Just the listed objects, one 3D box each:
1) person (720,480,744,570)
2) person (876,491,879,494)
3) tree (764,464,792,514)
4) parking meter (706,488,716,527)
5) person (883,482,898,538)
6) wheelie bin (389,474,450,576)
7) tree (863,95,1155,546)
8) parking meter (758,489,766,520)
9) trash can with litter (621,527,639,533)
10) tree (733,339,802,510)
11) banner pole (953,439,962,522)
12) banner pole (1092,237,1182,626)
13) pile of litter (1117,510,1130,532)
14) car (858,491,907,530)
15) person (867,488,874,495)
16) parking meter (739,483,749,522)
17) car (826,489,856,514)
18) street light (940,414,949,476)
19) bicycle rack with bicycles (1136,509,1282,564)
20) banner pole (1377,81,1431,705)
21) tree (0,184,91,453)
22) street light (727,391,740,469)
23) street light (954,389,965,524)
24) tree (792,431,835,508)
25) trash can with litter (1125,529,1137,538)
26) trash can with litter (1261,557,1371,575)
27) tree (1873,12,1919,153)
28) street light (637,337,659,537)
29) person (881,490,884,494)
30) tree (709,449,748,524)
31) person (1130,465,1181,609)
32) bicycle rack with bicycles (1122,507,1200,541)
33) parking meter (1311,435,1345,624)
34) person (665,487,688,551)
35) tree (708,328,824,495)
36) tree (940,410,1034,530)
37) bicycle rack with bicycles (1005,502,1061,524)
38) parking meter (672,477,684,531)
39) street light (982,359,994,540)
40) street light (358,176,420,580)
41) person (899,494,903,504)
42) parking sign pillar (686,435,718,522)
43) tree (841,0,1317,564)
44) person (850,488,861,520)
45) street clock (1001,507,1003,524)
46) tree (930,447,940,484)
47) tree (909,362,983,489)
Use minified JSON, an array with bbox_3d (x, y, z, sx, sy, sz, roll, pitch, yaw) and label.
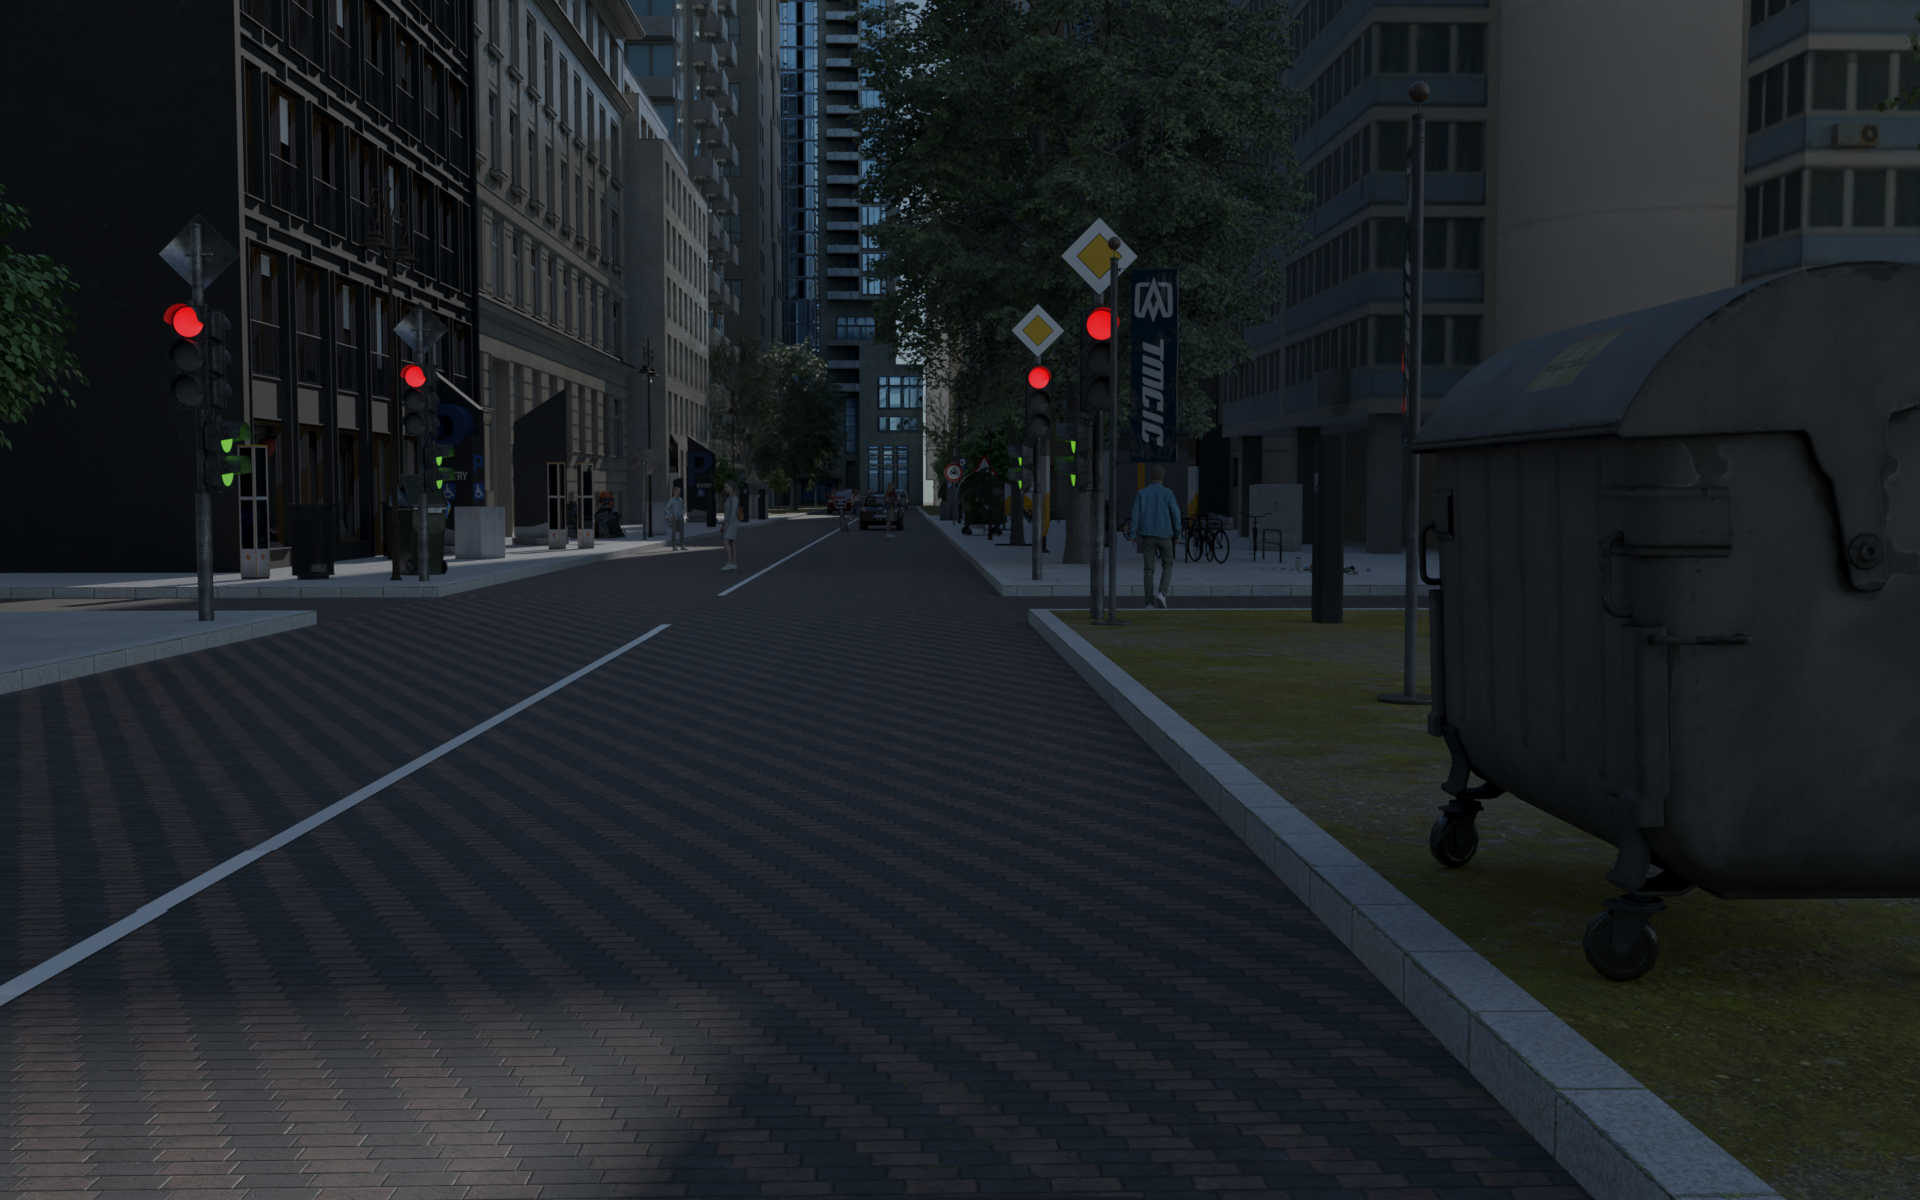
[{"bbox_3d":[-4.363,-1.434,32.948,0.522,1.701,0.512,-2,4,-24],"label":"person"},{"bbox_3d":[-7.978,-9.676,167.364,0.551,1.740,0.621,3,4,37],"label":"person"},{"bbox_3d":[-11.672,-7.202,112.351,1.663,3.219,1.824,0,3,0],"label":"tree"},{"bbox_3d":[-9.681,-3.609,67.419,0.372,1.533,0.369,0,3,0],"label":"parking meter"},{"bbox_3d":[-2.280,-2.984,57.265,0.573,1.828,0.580,-2,4,-28],"label":"person"},{"bbox_3d":[-8.618,-1.200,27.531,0.693,1.594,0.980,3,5,42],"label":"wheelie bin"},{"bbox_3d":[1.465,-7.160,42.828,9.928,11.665,9.643,0,3,0],"label":"tree"},{"bbox_3d":[-9.951,-4.802,86.928,0.372,1.533,0.369,0,3,0],"label":"parking meter"},{"bbox_3d":[-11.650,-2.873,58.028,1.678,1.210,2.233,-1,4,-13],"label":"trash can with litter"},{"bbox_3d":[-13.479,-14.214,139.056,9.857,13.997,8.962,0,3,0],"label":"tree"},{"bbox_3d":[-0.183,-5.461,79.304,0.401,3.779,0.863,-1,4,-23],"label":"banner pole"},{"bbox_3d":[1.731,-1.647,16.944,0.863,3.779,0.401,0,4,2],"label":"banner pole"},{"bbox_3d":[5.510,-2.787,59.538,1.176,0.858,1.719,2,4,24],"label":"pile of litter"},{"bbox_3d":[-3.161,-3.688,70.087,2.009,1.686,4.222,0,4,-1],"label":"car"},{"bbox_3d":[-5.256,-5.713,102.364,0.683,1.767,0.568,1,4,17],"label":"person"},{"bbox_3d":[-9.784,-4.460,78.630,0.399,1.863,0.255,-2,4,-33],"label":"parking meter"},{"bbox_3d":[-8.593,-7.161,125.753,2.281,1.827,5.304,0,4,-2],"label":"car"},{"bbox_3d":[-0.906,-7.810,100.477,0.468,5.910,1.993,0,4,-2],"label":"street light"},{"bbox_3d":[4.967,-1.201,33.014,2.852,0.926,2.925,0,4,1],"label":"bicycle rack with bicycles"},{"bbox_3d":[2.816,-1.273,10.838,0.401,3.779,0.863,0,4,8],"label":"banner pole"},{"bbox_3d":[-9.252,-1.891,14.632,4.285,4.588,4.351,0,3,0],"label":"tree"},{"bbox_3d":[-10.021,-6.351,76.622,0.468,5.910,1.993,0,4,-2],"label":"street light"},{"bbox_3d":[-0.016,-6.221,74.501,0.468,5.910,1.993,0,4,-2],"label":"street light"},{"bbox_3d":[-13.407,-12.672,157.553,4.360,8.622,3.978,0,3,0],"label":"tree"},{"bbox_3d":[5.282,-2.407,50.735,1.055,1.170,0.624,3,5,40],"label":"trash can with litter"},{"bbox_3d":[5.952,-1.063,28.439,1.678,1.210,2.233,0,4,-2],"label":"trash can with litter"},{"bbox_3d":[10.107,-3.903,14.183,4.737,8.622,4.395,0,3,0],"label":"tree"},{"bbox_3d":[-9.190,-4.799,51.245,0.468,5.910,1.993,0,4,-2],"label":"street light"},{"bbox_3d":[-6.678,-8.578,149.428,1.217,1.739,0.721,0,4,3],"label":"person"},{"bbox_3d":[-10.109,-4.879,74.369,1.663,3.219,1.824,0,3,0],"label":"tree"},{"bbox_3d":[2.385,-0.750,21.105,0.601,1.785,0.444,1,4,14],"label":"person"},{"bbox_3d":[5.833,-2.121,48.064,2.925,0.926,2.852,-1,4,-22],"label":"bicycle rack with bicycles"},{"bbox_3d":[3.675,-0.708,17.292,0.255,1.863,0.399,0,4,1],"label":"parking meter"},{"bbox_3d":[-7.204,-2.061,44.013,0.589,1.601,0.330,-3,5,-39],"label":"person"},{"bbox_3d":[-11.699,-9.905,96.358,8.767,10.594,7.601,0,4,-2],"label":"tree"},{"bbox_3d":[1.562,-4.775,61.792,4.285,4.588,4.351,0,3,0],"label":"tree"},{"bbox_3d":[3.341,-3.862,76.530,2.925,0.926,2.852,-3,4,-38],"label":"bicycle rack with bicycles"},{"bbox_3d":[-9.714,-3.299,59.642,0.399,1.863,0.255,-1,4,-9],"label":"parking meter"},{"bbox_3d":[0.842,-4.612,48.202,0.468,5.910,1.993,0,4,-2],"label":"street light"},{"bbox_3d":[-8.399,-3.231,25.621,0.468,5.910,1.993,0,4,-2],"label":"street light"},{"bbox_3d":[-5.413,-8.858,156.544,0.599,1.433,0.991,0,4,5],"label":"person"},{"bbox_3d":[-11.794,-5.537,79.010,1.447,3.967,1.447,0,4,1],"label":"parking sign pillar"},{"bbox_3d":[2.251,-7.635,31.482,9.857,13.997,8.962,0,3,0],"label":"tree"},{"bbox_3d":[-5.936,-5.415,97.626,0.593,1.750,0.643,-2,4,-29],"label":"person"},{"bbox_3d":[1.728,-4.214,73.462,0.358,2.002,0.471,0,4,-7],"label":"street clock"},{"bbox_3d":[-0.206,-7.415,104.948,4.285,4.588,4.351,0,3,0],"label":"tree"},{"bbox_3d":[-0.393,-8.866,95.320,4.737,8.622,4.395,0,3,0],"label":"tree"}]
